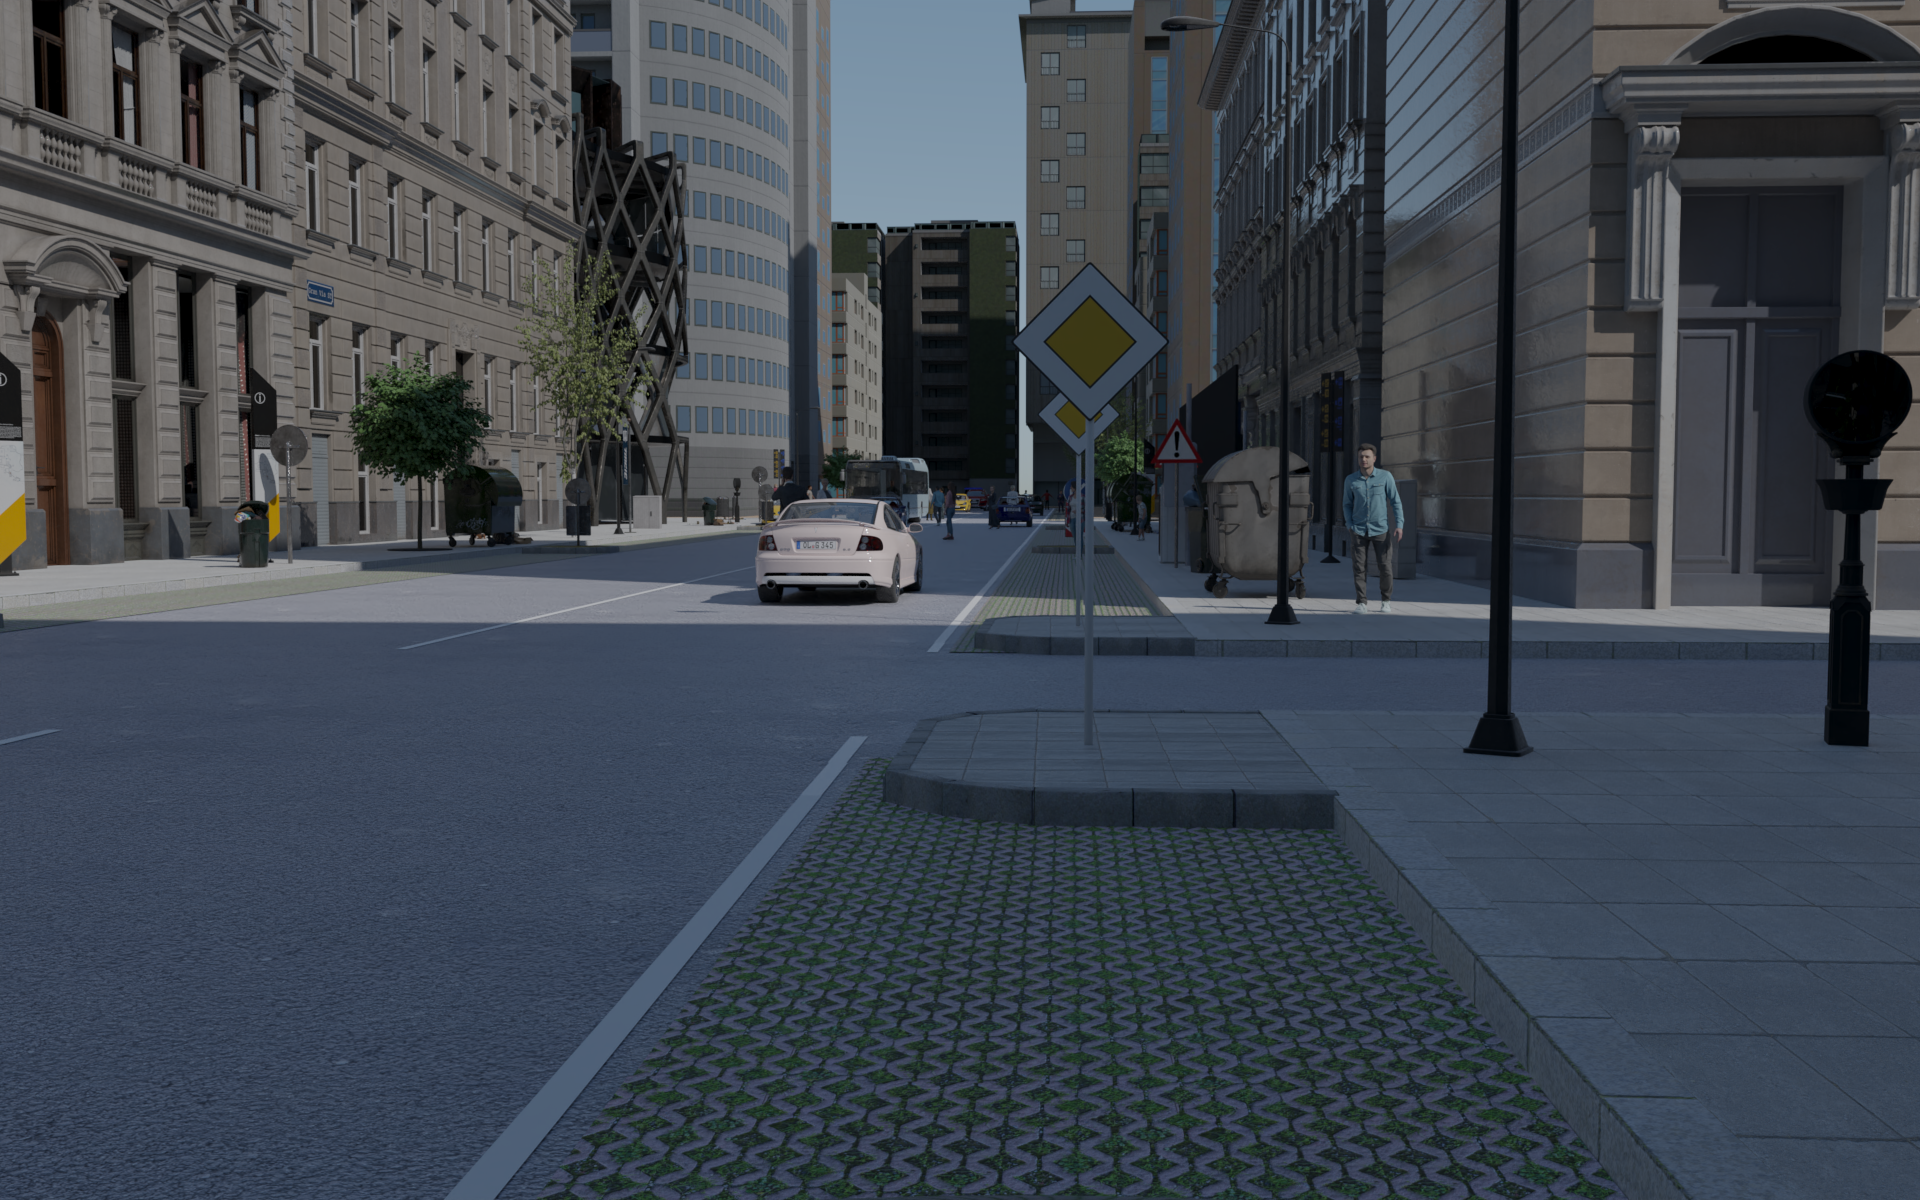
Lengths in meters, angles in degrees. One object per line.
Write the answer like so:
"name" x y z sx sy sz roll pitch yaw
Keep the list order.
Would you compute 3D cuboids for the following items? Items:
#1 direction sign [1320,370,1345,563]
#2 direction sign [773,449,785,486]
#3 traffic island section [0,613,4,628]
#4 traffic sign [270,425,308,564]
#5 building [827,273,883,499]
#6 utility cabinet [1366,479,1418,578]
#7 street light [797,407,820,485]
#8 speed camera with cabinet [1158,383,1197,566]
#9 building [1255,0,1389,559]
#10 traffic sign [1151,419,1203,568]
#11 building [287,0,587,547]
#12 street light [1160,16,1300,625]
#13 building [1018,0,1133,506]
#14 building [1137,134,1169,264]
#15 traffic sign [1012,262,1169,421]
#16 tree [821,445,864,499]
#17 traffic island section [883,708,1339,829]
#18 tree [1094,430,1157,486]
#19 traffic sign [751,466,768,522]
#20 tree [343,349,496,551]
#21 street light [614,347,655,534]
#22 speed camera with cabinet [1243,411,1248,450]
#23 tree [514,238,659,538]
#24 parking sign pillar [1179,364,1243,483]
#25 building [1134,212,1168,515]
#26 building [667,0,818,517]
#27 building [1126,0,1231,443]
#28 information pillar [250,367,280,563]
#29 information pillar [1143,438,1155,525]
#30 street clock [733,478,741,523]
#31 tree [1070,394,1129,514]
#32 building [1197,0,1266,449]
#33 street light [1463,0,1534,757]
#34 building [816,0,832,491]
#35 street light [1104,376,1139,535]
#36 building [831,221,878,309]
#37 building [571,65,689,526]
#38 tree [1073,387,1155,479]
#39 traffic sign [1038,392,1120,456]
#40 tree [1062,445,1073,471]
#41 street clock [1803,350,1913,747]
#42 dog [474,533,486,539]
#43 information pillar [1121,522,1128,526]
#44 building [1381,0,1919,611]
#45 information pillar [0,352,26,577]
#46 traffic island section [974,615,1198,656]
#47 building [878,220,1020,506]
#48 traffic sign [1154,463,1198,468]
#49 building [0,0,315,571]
"direction sign" 6.910 -2.459 32.209 0.379 3.537 0.876 -1 4 -15
"direction sign" -9.123 -5.838 87.442 0.379 3.537 0.876 2 4 32
"traffic island section" -11.229 0.287 17.592 2.009 0.180 2.903 0 4 4
"traffic sign" -12.339 -1.941 31.837 0.768 2.556 0.104 1 4 11
"building" -22.681 -18.868 153.523 28.899 21.520 27.650 0 4 4
"utility cabinet" 6.570 -1.088 26.475 0.318 1.500 1.173 -1 4 -11
"street light" -8.131 -7.330 92.389 1.470 5.913 1.316 0 4 4
"speed camera with cabinet" 3.968 -2.288 31.753 0.660 3.252 2.038 0 4 5
"building" 12.955 -11.786 41.847 9.793 20.994 18.267 0 4 4
"traffic sign" 3.737 -1.827 29.879 0.884 2.594 0.081 1 4 10
"building" -20.725 -15.623 52.693 12.463 27.353 25.104 0 4 4
"street light" 2.650 -2.719 16.996 1.470 5.913 1.316 0 4 4
"building" 20.522 -36.775 190.516 27.495 52.752 28.713 0 4 4
"building" 21.402 -22.621 141.554 14.160 30.474 14.107 0 4 4
"traffic sign" 0.675 -0.403 8.775 0.795 2.593 0.064 0 4 4
"tree" -7.788 -8.044 115.240 4.285 4.588 4.351 0 3 0
"traffic island section" 0.699 0.821 8.856 2.009 0.180 2.903 0 4 4
"tree" 8.406 -6.378 88.002 4.285 4.588 4.351 0 3 0
"traffic sign" -9.138 -4.824 78.973 0.768 2.556 0.104 0 4 6
"tree" -12.279 -3.400 39.296 4.285 4.588 4.351 0 3 0
"street light" -10.334 -5.042 54.970 1.470 5.913 1.316 0 4 4
"speed camera with cabinet" 7.042 -2.825 40.528 0.660 3.252 2.038 0 4 -7
"tree" -11.224 -6.158 51.047 4.737 8.622 4.395 0 3 0
"parking sign pillar" 5.291 -2.940 36.545 1.447 3.967 1.447 2 4 33
"building" 26.530 -16.818 120.010 27.650 21.520 28.899 0 4 4
"building" -21.298 -34.545 106.818 21.231 58.520 28.212 0 4 4
"building" 22.147 -30.894 155.230 14.600 45.320 14.200 0 4 4
"information pillar" -12.946 -2.501 32.244 0.183 3.616 0.504 3 4 39
"information pillar" 7.844 -4.929 71.946 0.504 3.616 0.183 0 4 -7
"street clock" -10.026 -4.486 77.916 0.358 2.002 0.471 -2 4 -24
"tree" 9.014 -9.818 110.890 4.360 8.622 3.978 0 3 0
"building" 15.103 -13.467 71.097 10.553 20.767 40.483 0 4 4
"street light" 2.140 -2.198 8.482 1.470 5.913 1.316 0 4 4
"building" -17.344 -29.242 128.217 14.600 45.320 14.200 0 4 4
"street light" 4.928 -4.978 53.935 1.470 5.913 1.316 0 4 4
"building" -14.905 -25.370 186.496 14.107 30.474 14.160 0 4 4
"building" -20.521 -12.668 74.570 16.820 18.784 16.811 0 4 4
"tree" 8.828 -8.979 97.162 4.737 8.622 4.395 0 3 0
"traffic sign" 1.165 -0.890 16.745 0.795 2.593 0.064 0 4 4
"tree" 12.212 -13.224 166.578 4.737 8.622 4.395 0 3 0
"street clock" 4.554 -0.261 8.842 0.471 2.002 0.358 1 4 20
"dog" -13.753 -1.927 49.247 0.550 0.427 0.748 0 4 -3
"information pillar" 6.681 -4.027 70.334 0.304 2.012 0.304 1 4 11
"building" 16.954 -14.566 24.055 20.117 28.700 13.634 0 4 4
"information pillar" -14.869 -2.181 27.011 0.183 3.616 0.504 2 4 30
"traffic island section" 1.189 0.334 16.826 2.009 0.180 2.903 0 4 4
"building" -0.673 -25.305 185.430 14.107 30.474 14.160 0 4 4
"traffic sign" 4.400 -2.158 35.283 0.884 2.594 0.081 0 4 8
"building" -20.462 -12.307 30.105 11.050 23.489 19.941 0 4 4
